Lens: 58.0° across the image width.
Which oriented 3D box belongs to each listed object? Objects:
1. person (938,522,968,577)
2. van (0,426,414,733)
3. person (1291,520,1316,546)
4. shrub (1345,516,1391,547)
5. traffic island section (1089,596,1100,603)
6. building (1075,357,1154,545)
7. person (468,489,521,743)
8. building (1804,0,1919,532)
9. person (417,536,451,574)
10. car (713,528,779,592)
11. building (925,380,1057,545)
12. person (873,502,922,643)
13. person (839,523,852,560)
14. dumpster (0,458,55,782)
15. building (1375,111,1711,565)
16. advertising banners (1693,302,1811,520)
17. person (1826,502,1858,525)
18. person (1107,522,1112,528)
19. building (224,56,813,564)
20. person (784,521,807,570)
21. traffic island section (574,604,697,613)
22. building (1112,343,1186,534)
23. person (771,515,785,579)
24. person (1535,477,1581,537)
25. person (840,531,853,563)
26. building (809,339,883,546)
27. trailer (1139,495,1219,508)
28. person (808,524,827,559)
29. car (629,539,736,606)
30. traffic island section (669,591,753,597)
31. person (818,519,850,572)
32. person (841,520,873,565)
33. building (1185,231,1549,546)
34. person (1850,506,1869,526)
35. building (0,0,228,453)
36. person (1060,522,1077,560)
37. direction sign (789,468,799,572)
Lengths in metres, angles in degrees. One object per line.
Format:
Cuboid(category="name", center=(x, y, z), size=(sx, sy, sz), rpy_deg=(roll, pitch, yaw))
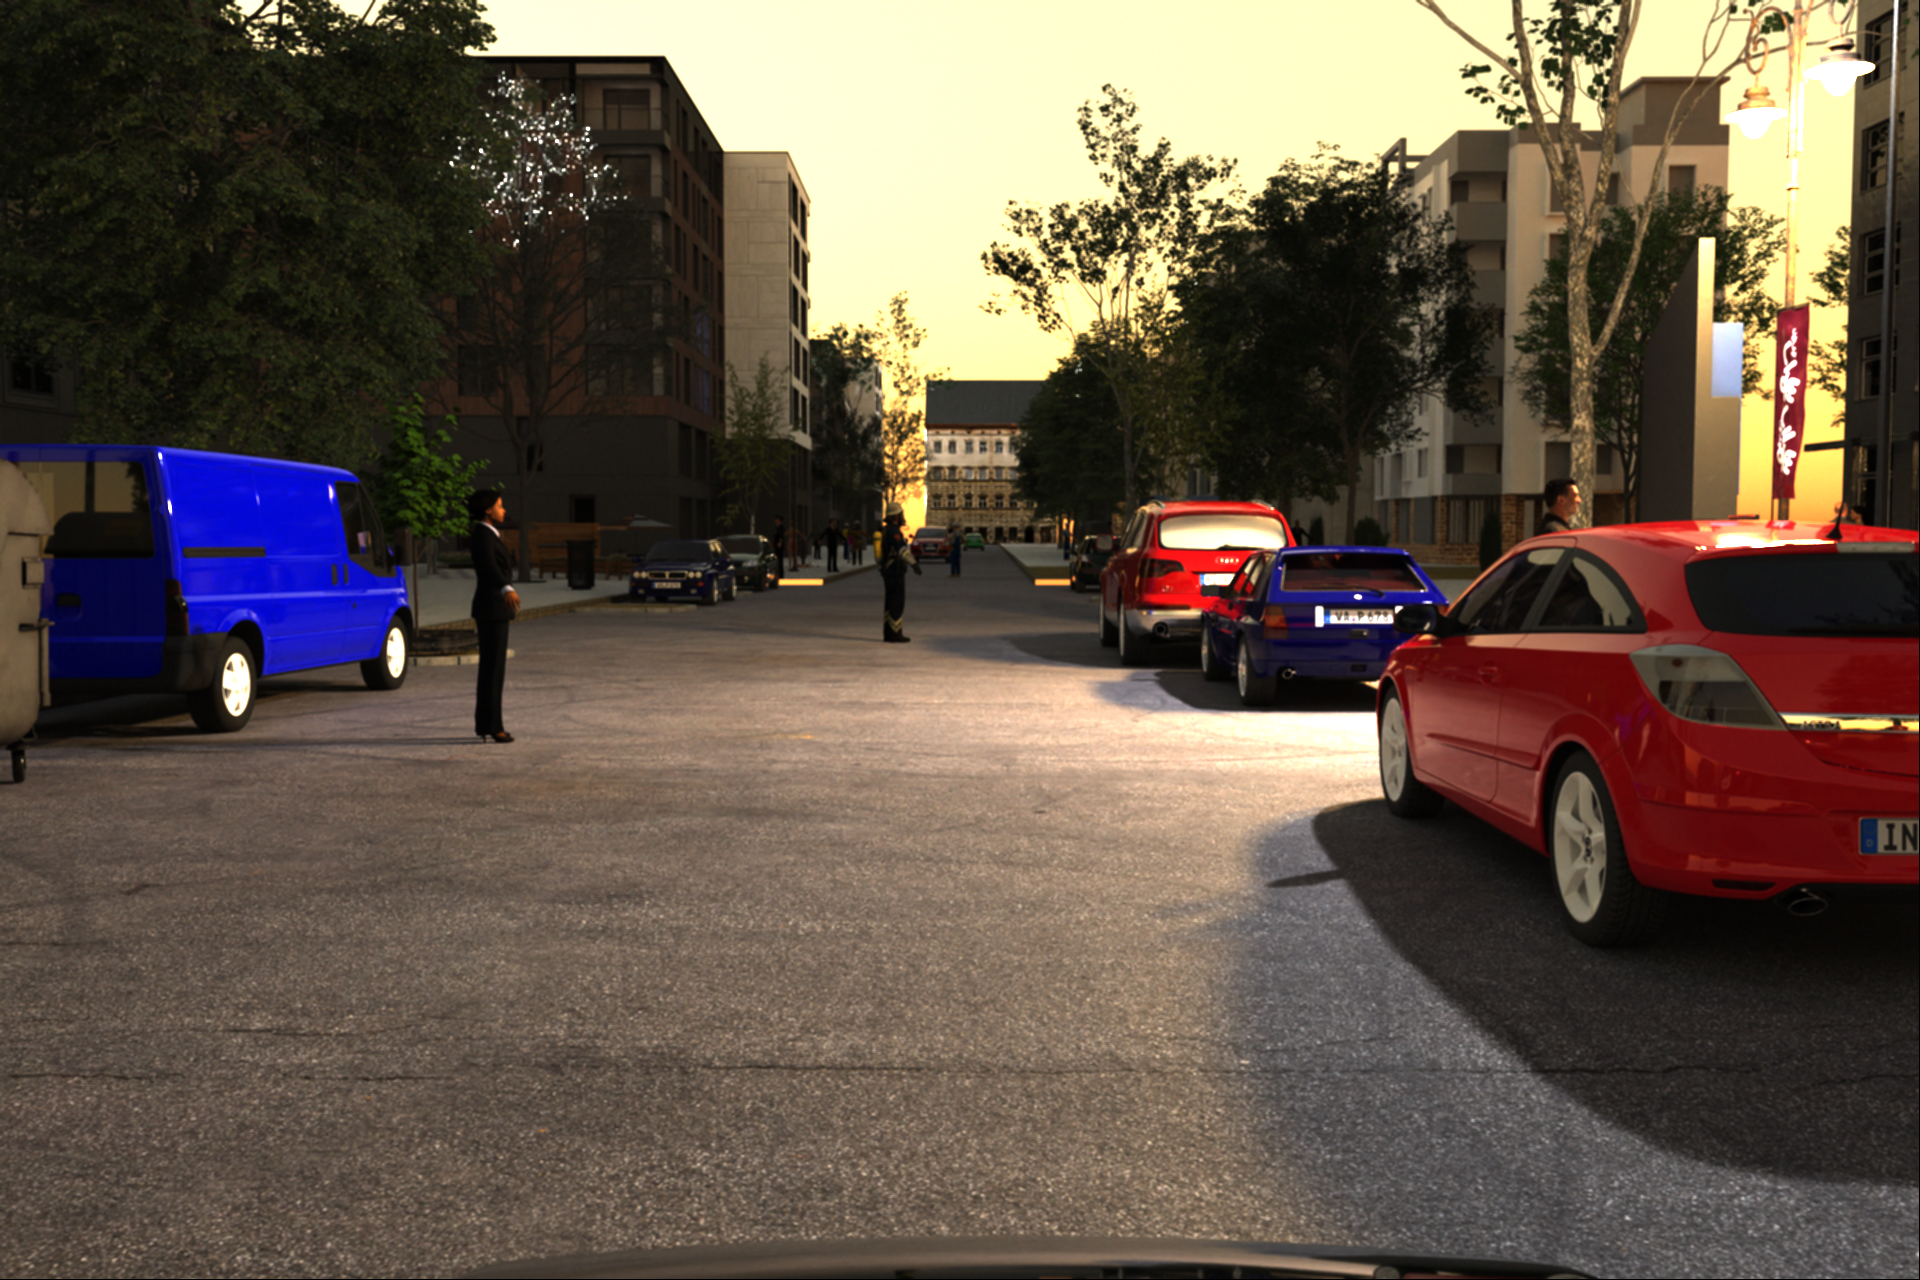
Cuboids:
Cuboid(category="person", center=(-0.179, -3.033, 57.910), size=(0.705, 1.847, 1.347), rpy_deg=(3, 5, 45))
Cuboid(category="van", center=(-6.130, -0.599, 14.180), size=(2.240, 2.365, 5.245), rpy_deg=(0, 4, 1))
Cuboid(category="person", center=(12.396, -3.514, 63.672), size=(1.346, 1.802, 0.704), rpy_deg=(0, 4, -5))
Cuboid(category="shrub", center=(15.525, -3.764, 65.959), size=(1.690, 2.028, 1.600), rpy_deg=(0, 3, 0))
Cuboid(category="traffic island section", center=(3.753, -0.843, 36.649), size=(1.991, 0.108, 1.994), rpy_deg=(0, 4, 1))
Cuboid(category="building", center=(28.133, -22.765, 216.179), size=(27.936, 21.610, 32.646), rpy_deg=(0, 4, 1))
Cuboid(category="person", center=(-3.172, -0.173, 12.004), size=(0.721, 1.740, 1.216), rpy_deg=(-1, 4, -20))
Cuboid(category="building", center=(25.977, -12.954, 30.219), size=(11.959, 24.771, 22.079), rpy_deg=(0, 4, 1))
Cuboid(category="person", center=(-16.775, -2.990, 55.066), size=(0.705, 1.806, 1.347), rpy_deg=(2, 4, 29))
Cuboid(category="car", center=(-5.671, -2.106, 44.223), size=(2.009, 1.686, 4.222), rpy_deg=(0, 4, 1))
Cuboid(category="building", center=(4.256, -25.191, 245.265), size=(18.063, 23.208, 19.493), rpy_deg=(0, 3, 0))
Cuboid(category="person", center=(-0.847, -0.902, 22.984), size=(0.705, 1.856, 1.354), rpy_deg=(-1, 4, -22))
Cuboid(category="person", center=(-5.687, -4.982, 87.424), size=(1.349, 1.833, 0.705), rpy_deg=(3, 5, 44))
Cuboid(category="dumpster", center=(-6.125, -0.075, 9.435), size=(1.865, 1.857, 1.264), rpy_deg=(0, 4, 1))
Cuboid(category="building", center=(25.621, -13.921, 84.027), size=(16.016, 20.090, 11.380), rpy_deg=(0, 4, 1))
Cuboid(category="advertising banners", center=(6.404, -1.099, 14.164), size=(0.090, 3.025, 2.074), rpy_deg=(0, 4, 1))
Cuboid(category="person", center=(12.963, -1.158, 25.530), size=(0.434, 1.755, 0.990), rpy_deg=(-3, 4, -39))
Cuboid(category="person", center=(6.612, -4.290, 76.286), size=(0.704, 1.843, 1.345), rpy_deg=(0, 4, 2))
Cuboid(category="building", center=(-23.117, -15.091, 90.705), size=(27.936, 21.610, 32.646), rpy_deg=(0, 3, 0))
Cuboid(category="person", center=(-5.961, -3.338, 61.387), size=(1.217, 1.733, 0.721), rpy_deg=(-2, 4, -28))
Cuboid(category="traffic island section", center=(-6.012, -0.590, 32.506), size=(1.991, 0.108, 1.994), rpy_deg=(0, 4, 2))
Cuboid(category="building", center=(25.808, -21.343, 179.882), size=(19.493, 23.208, 18.063), rpy_deg=(0, 4, 1))
Cuboid(category="person", center=(-5.202, -2.668, 49.563), size=(0.705, 1.837, 1.347), rpy_deg=(-1, 4, -15))
Cuboid(category="person", center=(4.068, -0.190, 11.693), size=(0.704, 1.812, 1.346), rpy_deg=(1, 4, 14))
Cuboid(category="person", center=(-4.882, -4.146, 77.059), size=(0.991, 1.433, 0.599), rpy_deg=(-2, 4, -27))
Cuboid(category="building", center=(-23.821, -21.660, 198.108), size=(27.936, 21.610, 32.646), rpy_deg=(0, 4, 1))
Cuboid(category="trailer", center=(3.394, -1.257, 27.609), size=(1.471, 1.999, 3.904), rpy_deg=(0, 4, 1))
Cuboid(category="person", center=(-7.288, -5.058, 88.827), size=(1.348, 1.813, 0.705), rpy_deg=(2, 4, 34))
Cuboid(category="car", center=(-5.725, -1.430, 35.953), size=(1.945, 1.354, 3.894), rpy_deg=(0, 4, 1))
Cuboid(category="traffic island section", center=(-5.887, -1.070, 40.365), size=(1.991, 0.108, 1.994), rpy_deg=(0, 4, 2))
Cuboid(category="person", center=(-4.298, -3.203, 58.562), size=(1.347, 1.806, 0.705), rpy_deg=(-3, 5, -42))
Cuboid(category="person", center=(-4.257, -4.035, 71.736), size=(1.354, 1.858, 0.705), rpy_deg=(0, 4, -1))
Cuboid(category="building", center=(24.524, -14.875, 109.656), size=(16.747, 18.905, 31.486), rpy_deg=(0, 4, 1))
Cuboid(category="person", center=(14.199, -1.274, 27.633), size=(0.721, 1.737, 1.217), rpy_deg=(1, 4, 21))
Cuboid(category="building", center=(-28.189, -15.015, 39.007), size=(14.314, 27.812, 24.014), rpy_deg=(0, 4, 0))
Cuboid(category="person", center=(5.241, -4.801, 84.359), size=(0.705, 1.847, 1.347), rpy_deg=(-2, 4, -32))
Cuboid(category="direction sign", center=(-5.694, -4.121, 59.374), size=(0.379, 3.537, 0.876), rpy_deg=(0, 4, 1))
